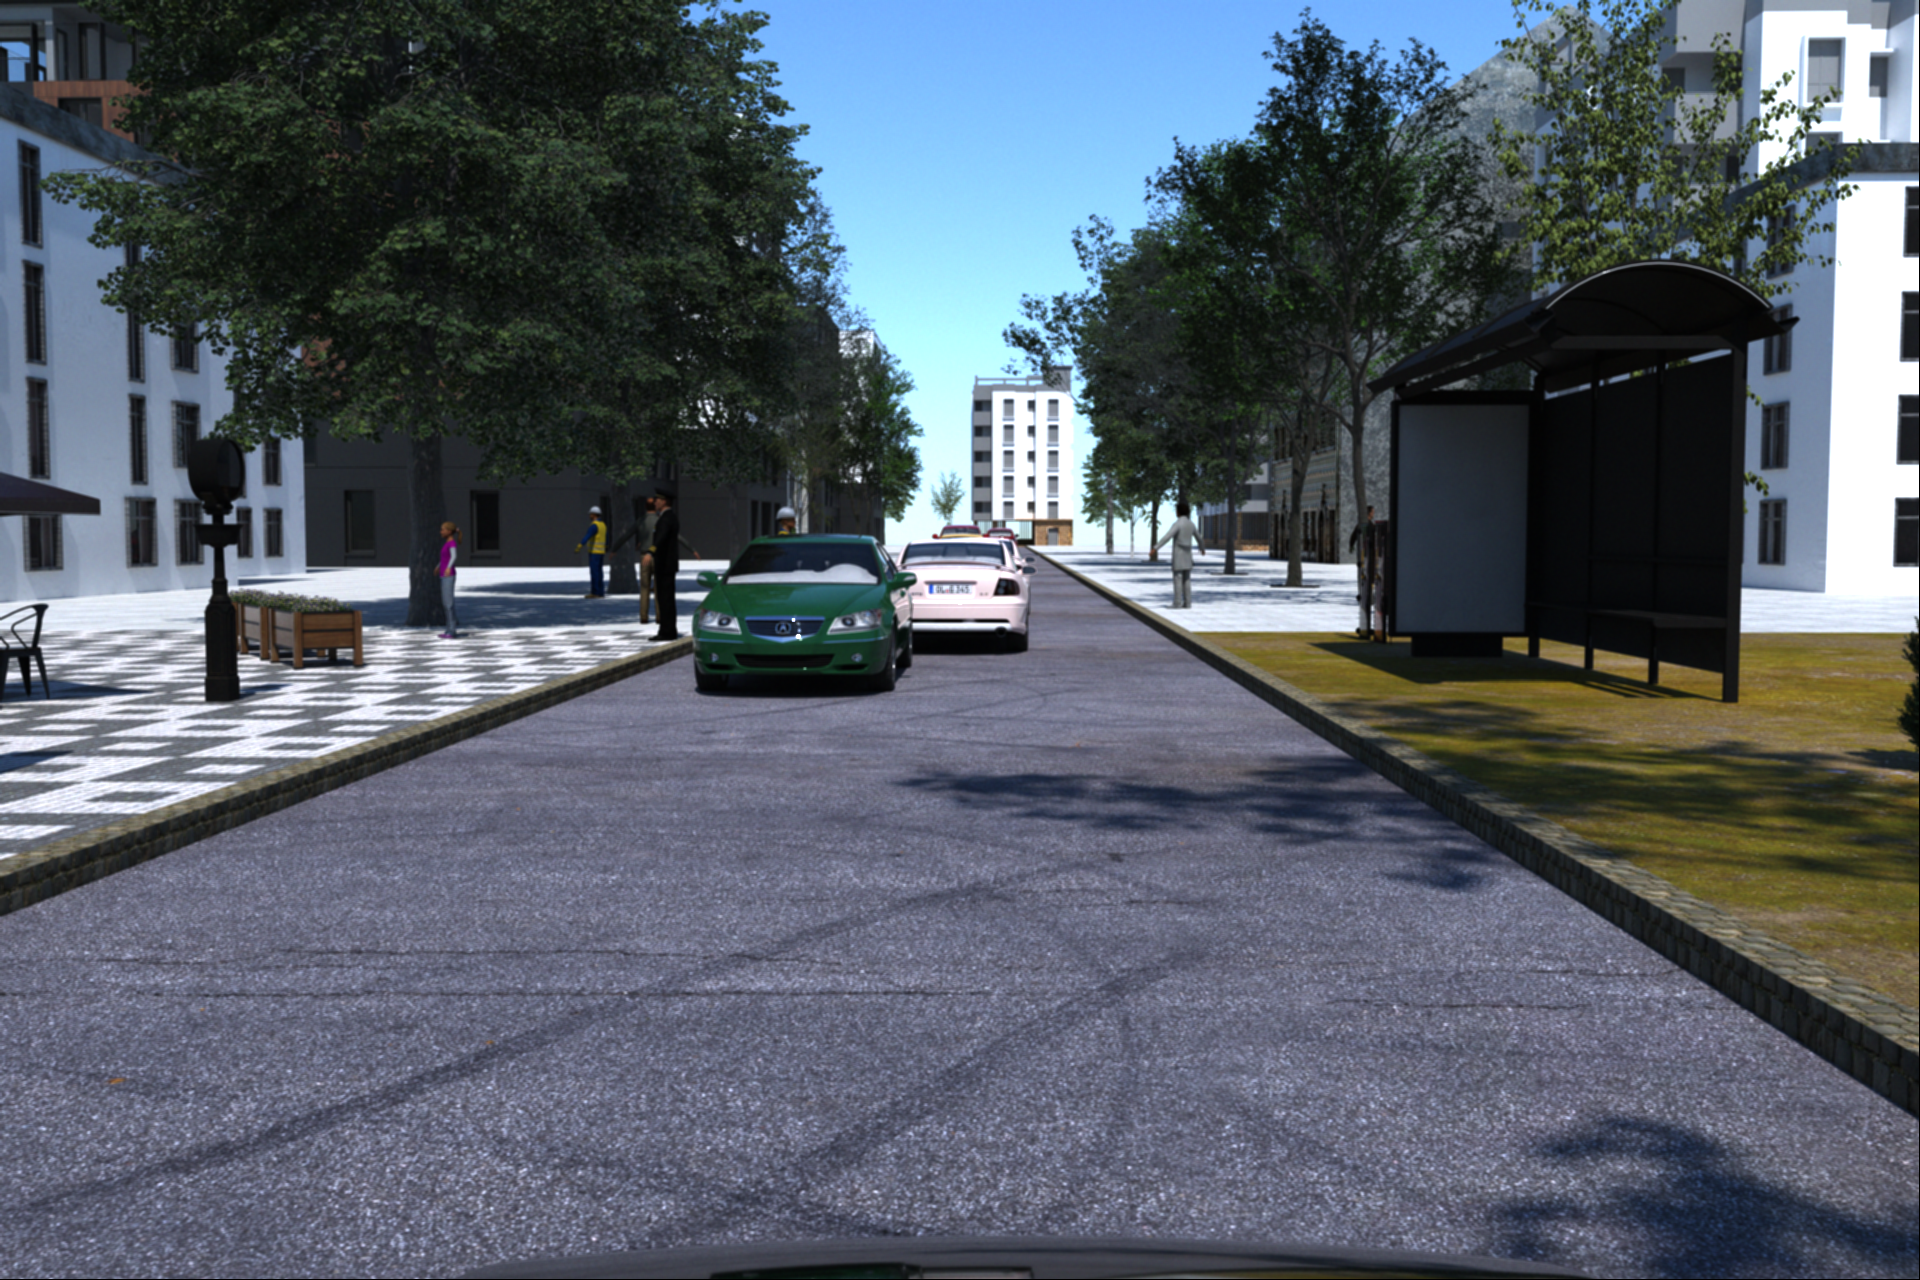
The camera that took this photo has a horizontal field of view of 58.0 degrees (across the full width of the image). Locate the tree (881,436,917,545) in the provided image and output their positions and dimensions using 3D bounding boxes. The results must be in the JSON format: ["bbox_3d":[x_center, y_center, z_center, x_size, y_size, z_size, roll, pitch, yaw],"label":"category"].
[{"bbox_3d":[-8.350,-17.112,197.902,7.486,12.596,7.792,0,3,0],"label":"tree"}]

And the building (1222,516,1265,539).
[{"bbox_3d":[31.359,-19.732,179.045,16.016,20.090,11.380,0,4,1],"label":"building"}]

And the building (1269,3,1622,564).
[{"bbox_3d":[25.382,-15.317,81.359,19.493,23.208,18.063,0,4,1],"label":"building"}]

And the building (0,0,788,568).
[{"bbox_3d":[-24.358,-14.582,82.384,27.936,21.610,32.646,0,4,2],"label":"building"}]

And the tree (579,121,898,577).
[{"bbox_3d":[-6.978,-8.680,52.295,12.009,13.543,11.850,0,3,0],"label":"tree"}]

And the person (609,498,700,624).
[{"bbox_3d":[-4.392,-1.131,24.766,1.348,1.796,0.705,0,4,8],"label":"person"}]

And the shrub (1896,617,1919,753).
[{"bbox_3d":[5.526,0.113,9.265,1.383,1.207,1.383,0,3,0],"label":"shrub"}]

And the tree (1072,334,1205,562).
[{"bbox_3d":[9.162,-9.431,79.955,9.928,11.665,9.643,0,3,0],"label":"tree"}]

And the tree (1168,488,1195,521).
[{"bbox_3d":[26.064,-14.969,195.111,4.360,8.622,3.978,0,3,0],"label":"tree"}]

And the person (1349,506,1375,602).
[{"bbox_3d":[7.643,-1.605,32.385,0.704,1.812,1.346,-1,4,-23],"label":"person"}]

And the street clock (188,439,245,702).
[{"bbox_3d":[-5.672,-0.532,13.264,0.358,2.002,0.471,0,4,3],"label":"street clock"}]

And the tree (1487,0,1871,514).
[{"bbox_3d":[8.079,-4.298,20.642,4.737,8.622,4.395,0,3,0],"label":"tree"}]

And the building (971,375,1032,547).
[{"bbox_3d":[1.650,-20.760,198.301,11.380,20.090,16.016,0,4,-2],"label":"building"}]

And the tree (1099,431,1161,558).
[{"bbox_3d":[9.218,-8.595,90.897,4.737,8.622,4.395,0,3,0],"label":"tree"}]

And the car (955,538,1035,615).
[{"bbox_3d":[0.363,-1.205,32.071,2.083,1.381,4.827,0,4,2],"label":"car"}]

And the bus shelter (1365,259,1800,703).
[{"bbox_3d":[5.209,-1.322,15.535,2.014,3.302,5.546,0,4,1],"label":"bus shelter"}]

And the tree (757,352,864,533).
[{"bbox_3d":[-6.520,-7.179,67.733,4.360,8.622,3.978,0,3,0],"label":"tree"}]

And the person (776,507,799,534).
[{"bbox_3d":[-2.075,-0.784,21.741,0.721,1.772,1.216,0,4,0],"label":"person"}]

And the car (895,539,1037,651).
[{"bbox_3d":[-0.036,-0.626,22.600,2.083,1.381,4.827,0,4,2],"label":"car"}]

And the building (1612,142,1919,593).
[{"bbox_3d":[23.303,-5.823,37.353,9.099,9.664,28.070,0,4,2],"label":"building"}]

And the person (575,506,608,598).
[{"bbox_3d":[-7.314,-1.756,34.678,0.705,1.833,1.349,1,4,14],"label":"person"}]

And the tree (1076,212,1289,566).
[{"bbox_3d":[9.018,-9.914,68.757,9.857,13.997,8.962,0,3,0],"label":"tree"}]

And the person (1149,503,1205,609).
[{"bbox_3d":[3.798,-1.446,29.825,1.347,1.806,0.705,-3,5,-40],"label":"person"}]

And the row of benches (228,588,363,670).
[{"bbox_3d":[-7.149,-0.167,18.196,1.422,0.672,4.104,-2,4,-33],"label":"row of benches"}]

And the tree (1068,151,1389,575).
[{"bbox_3d":[8.631,-8.794,54.149,12.009,13.543,11.850,0,3,0],"label":"tree"}]

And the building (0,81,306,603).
[{"bbox_3d":[-22.180,-6.135,42.457,9.099,9.664,28.070,0,4,1],"label":"building"}]

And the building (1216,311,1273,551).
[{"bbox_3d":[26.264,-17.425,141.320,16.016,20.090,11.380,0,4,2],"label":"building"}]

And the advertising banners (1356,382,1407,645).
[{"bbox_3d":[4.965,-1.482,20.411,0.090,3.025,2.074,0,3,0],"label":"advertising banners"}]

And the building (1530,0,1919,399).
[{"bbox_3d":[27.458,-12.829,66.175,16.016,20.090,11.380,0,4,1],"label":"building"}]

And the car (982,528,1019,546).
[{"bbox_3d":[2.455,-5.926,105.556,2.281,1.827,5.304,0,4,1],"label":"car"}]

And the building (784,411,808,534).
[{"bbox_3d":[-21.039,-15.896,126.356,16.747,18.905,31.486,0,4,1],"label":"building"}]

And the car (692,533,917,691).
[{"bbox_3d":[-1.462,-0.338,17.331,2.131,1.459,4.920,0,4,2],"label":"car"}]

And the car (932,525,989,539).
[{"bbox_3d":[0.043,-3.758,70.113,2.281,1.827,5.304,0,4,1],"label":"car"}]

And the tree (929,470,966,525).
[{"bbox_3d":[-1.333,-14.931,194.479,4.737,8.622,4.395,0,3,0],"label":"tree"}]

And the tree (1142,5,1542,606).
[{"bbox_3d":[7.014,-5.908,31.014,7.601,10.594,8.767,1,4,23],"label":"tree"}]

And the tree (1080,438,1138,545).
[{"bbox_3d":[17.259,-17.111,197.885,7.486,12.596,7.792,0,3,0],"label":"tree"}]

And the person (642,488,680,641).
[{"bbox_3d":[-3.572,-0.912,20.847,0.705,1.837,1.347,0,4,2],"label":"person"}]

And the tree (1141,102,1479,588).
[{"bbox_3d":[8.221,-7.069,41.332,9.928,11.665,9.643,0,3,0],"label":"tree"}]

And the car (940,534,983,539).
[{"bbox_3d":[0.055,-2.321,48.166,2.015,1.641,3.980,0,4,1],"label":"car"}]

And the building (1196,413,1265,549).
[{"bbox_3d":[27.341,-18.647,161.296,16.016,20.090,11.380,0,4,2],"label":"building"}]

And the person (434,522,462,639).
[{"bbox_3d":[-6.347,-0.735,21.284,0.599,1.433,0.991,-2,4,-24],"label":"person"}]

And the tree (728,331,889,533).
[{"bbox_3d":[-6.513,-8.612,75.221,7.601,10.594,8.767,1,4,11],"label":"tree"}]

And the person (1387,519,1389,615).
[{"bbox_3d":[6.921,-1.300,27.378,1.348,1.813,0.705,-3,5,-44],"label":"person"}]

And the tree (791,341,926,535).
[{"bbox_3d":[-5.703,-10.326,94.591,9.928,11.665,9.643,0,3,0],"label":"tree"}]

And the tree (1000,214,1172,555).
[{"bbox_3d":[8.072,-15.274,105.622,12.611,20.169,13.585,0,3,0],"label":"tree"}]

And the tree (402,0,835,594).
[{"bbox_3d":[-7.328,-7.964,36.867,9.857,13.997,8.962,0,3,0],"label":"tree"}]

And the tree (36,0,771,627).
[{"bbox_3d":[-7.413,-7.165,23.808,9.857,13.997,8.962,0,3,0],"label":"tree"}]

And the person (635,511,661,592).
[{"bbox_3d":[-6.736,-2.000,38.556,1.347,1.847,0.705,3,5,42],"label":"person"}]

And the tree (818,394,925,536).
[{"bbox_3d":[-5.400,-10.544,106.800,7.601,10.594,8.767,-3,4,-37],"label":"tree"}]

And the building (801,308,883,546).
[{"bbox_3d":[-22.606,-20.033,171.507,27.936,21.610,32.646,0,4,1],"label":"building"}]
